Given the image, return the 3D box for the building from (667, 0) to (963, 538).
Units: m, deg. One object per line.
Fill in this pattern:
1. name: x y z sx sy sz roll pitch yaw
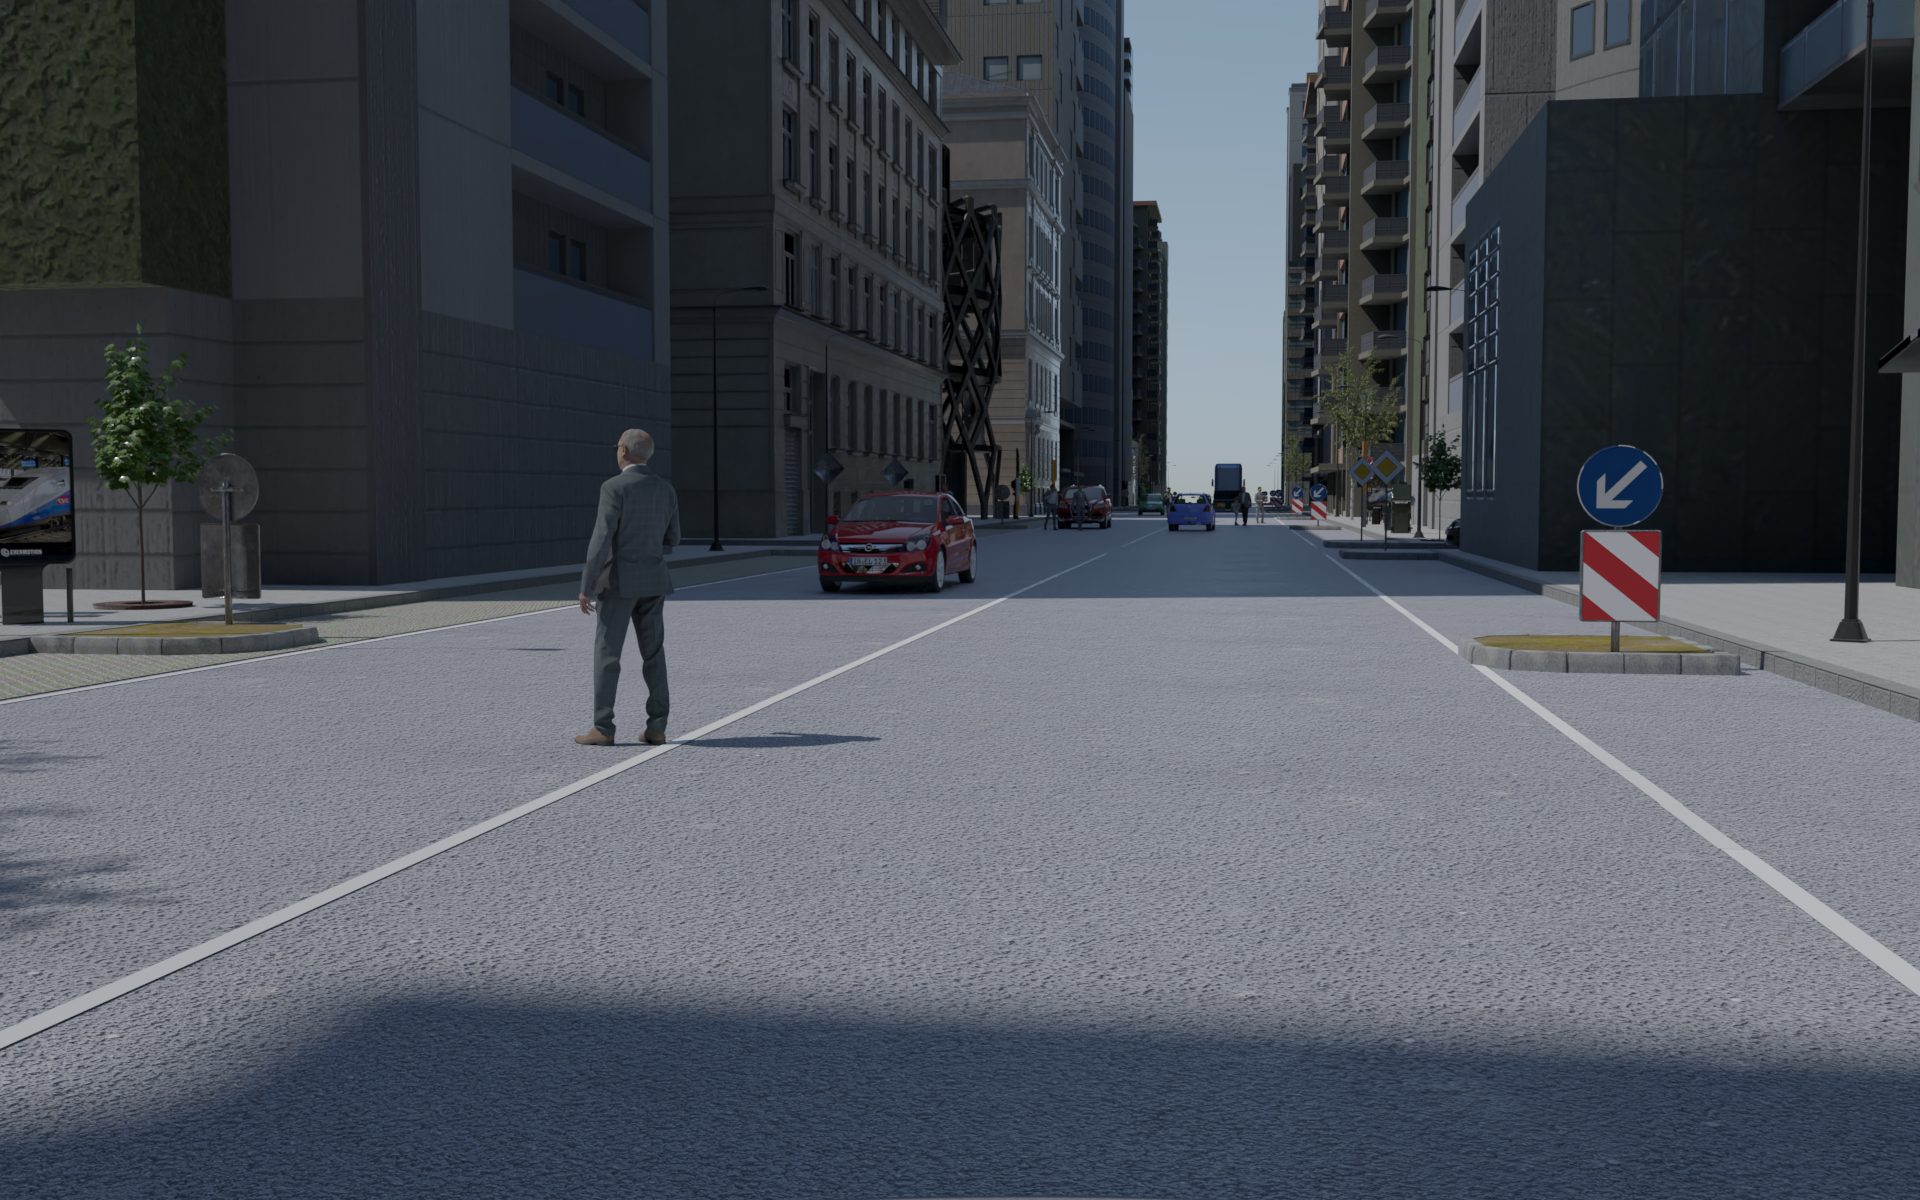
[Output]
1. building: -10.218 -14.147 64.585 16.112 22.955 30.059 1 4 9

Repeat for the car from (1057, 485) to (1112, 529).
1. car: 5.261 -3.915 72.680 2.281 1.827 5.304 1 4 8

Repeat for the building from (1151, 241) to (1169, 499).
1. building: 25.468 -36.093 273.719 14.154 41.232 14.086 1 4 9

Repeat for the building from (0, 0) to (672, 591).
1. building: -20.684 -30.032 33.023 28.212 58.520 21.231 1 4 9

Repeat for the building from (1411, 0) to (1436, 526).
1. building: 26.359 -18.446 73.297 14.160 30.474 14.107 1 4 9

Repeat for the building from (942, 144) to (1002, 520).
1. building: -6.461 -13.533 88.713 16.820 18.784 16.811 1 4 9

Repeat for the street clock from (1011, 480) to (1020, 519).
1. street clock: 2.838 -5.142 88.635 0.358 2.002 0.471 -3 5 -42

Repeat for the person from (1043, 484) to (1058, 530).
1. person: 3.591 -3.680 68.777 0.679 1.850 0.850 -2 4 -28

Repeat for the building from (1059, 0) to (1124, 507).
1. building: 4.244 -38.222 166.925 21.231 58.520 28.212 1 4 9

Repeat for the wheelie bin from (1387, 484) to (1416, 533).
1. wheelie bin: 14.370 -2.976 56.570 0.980 1.594 0.693 1 4 12

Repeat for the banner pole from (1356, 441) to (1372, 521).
1. banner pole: 19.116 -5.604 81.637 0.863 3.779 0.401 0 3 0

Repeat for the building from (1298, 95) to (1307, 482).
1. building: 46.591 -32.064 178.868 22.147 44.769 28.867 1 4 9

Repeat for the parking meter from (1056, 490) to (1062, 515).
1. parking meter: 6.171 -6.075 107.730 0.372 1.533 0.369 0 3 0

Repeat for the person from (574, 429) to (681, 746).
1. person: -1.938 -0.079 9.968 0.590 1.801 0.661 3 5 40

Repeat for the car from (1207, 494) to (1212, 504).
1. car: 33.456 -13.906 236.397 2.155 1.783 4.494 1 4 9

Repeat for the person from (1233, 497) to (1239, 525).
1. person: 12.768 -4.106 79.912 0.394 1.301 0.425 -2 4 -35

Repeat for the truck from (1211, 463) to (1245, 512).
1. truck: 22.604 -9.550 145.906 2.967 4.110 18.799 1 4 9

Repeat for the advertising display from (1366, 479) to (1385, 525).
1. advertising display: 17.474 -4.127 72.691 0.974 1.923 0.123 -1 4 -19

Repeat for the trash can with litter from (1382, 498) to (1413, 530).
1. trash can with litter: 15.306 -3.004 60.508 1.055 1.170 0.624 2 4 32

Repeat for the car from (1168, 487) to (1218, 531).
1. car: 9.155 -3.584 68.190 1.945 1.707 3.694 1 4 11

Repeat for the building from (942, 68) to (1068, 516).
1. building: -0.649 -19.962 112.285 13.634 28.700 20.117 1 4 9

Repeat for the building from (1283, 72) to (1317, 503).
1. building: 57.174 -43.168 247.789 21.231 58.520 28.212 1 4 9

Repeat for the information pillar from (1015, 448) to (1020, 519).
1. information pillar: 2.929 -5.906 87.921 0.183 3.616 0.504 1 4 13

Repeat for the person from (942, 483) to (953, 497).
1. person: -0.461 -3.075 58.866 0.778 1.811 0.616 -2 4 -24

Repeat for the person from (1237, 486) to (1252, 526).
1. person: 12.892 -4.262 78.582 0.661 1.777 0.834 1 4 17

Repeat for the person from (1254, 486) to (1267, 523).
1. person: 14.669 -4.632 84.437 0.606 1.804 0.583 -3 5 -43

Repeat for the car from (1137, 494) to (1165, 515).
1. car: 13.072 -6.691 118.193 1.959 1.807 4.718 0 4 8

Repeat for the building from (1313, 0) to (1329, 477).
1. building: 45.069 -34.320 150.374 28.713 52.752 27.495 1 4 9

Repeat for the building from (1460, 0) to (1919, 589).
1. building: 19.810 -43.226 19.415 22.319 86.520 31.000 1 4 9

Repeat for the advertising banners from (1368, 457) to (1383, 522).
1. advertising banners: 19.442 -5.144 80.298 0.090 3.025 2.074 -1 4 -18

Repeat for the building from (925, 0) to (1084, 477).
1. building: -4.457 -33.642 139.284 28.713 52.752 27.495 1 4 9

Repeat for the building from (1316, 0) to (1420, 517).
1. building: 32.308 -27.345 101.715 22.147 44.769 28.867 1 4 9

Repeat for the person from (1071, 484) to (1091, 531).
1. person: 4.751 -3.635 68.054 0.709 1.813 0.853 -1 4 -22

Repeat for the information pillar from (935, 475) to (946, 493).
1. information pillar: -0.743 -3.720 65.320 0.304 2.012 0.304 -3 5 -42

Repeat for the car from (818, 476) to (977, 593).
1. car: -0.905 -1.076 26.633 2.155 1.783 4.494 1 4 10

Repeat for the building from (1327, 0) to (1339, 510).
1. building: 35.100 -29.421 131.137 14.600 45.320 14.200 1 4 9

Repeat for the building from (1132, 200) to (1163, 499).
1. building: 17.975 -36.578 252.680 22.147 44.769 28.867 1 4 9

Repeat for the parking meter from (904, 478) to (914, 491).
1. parking meter: -1.918 -3.604 64.642 0.255 1.863 0.399 2 4 25

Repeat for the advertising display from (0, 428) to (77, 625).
1. advertising display: -9.253 -0.724 17.044 0.974 1.923 0.123 -2 4 -33

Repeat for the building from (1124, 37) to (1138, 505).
1. building: 12.108 -55.604 221.797 22.319 86.520 31.000 1 4 9

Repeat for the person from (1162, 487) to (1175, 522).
1. person: 10.429 -4.746 86.439 0.623 1.781 0.721 -3 5 -43

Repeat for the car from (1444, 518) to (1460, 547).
1. car: 14.152 -2.015 42.734 4.222 1.686 2.009 1 4 9

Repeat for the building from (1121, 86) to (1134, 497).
1. building: 11.377 -32.904 188.092 14.600 45.320 14.200 1 4 9

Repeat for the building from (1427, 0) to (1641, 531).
1. building: 29.936 -31.193 52.006 28.212 58.520 21.231 1 4 9

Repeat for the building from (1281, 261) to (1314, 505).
1. building: 47.352 -27.055 214.044 14.160 30.474 14.107 1 4 9

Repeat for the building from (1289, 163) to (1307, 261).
1. building: 50.424 -35.335 227.843 14.600 45.320 14.200 1 4 9
